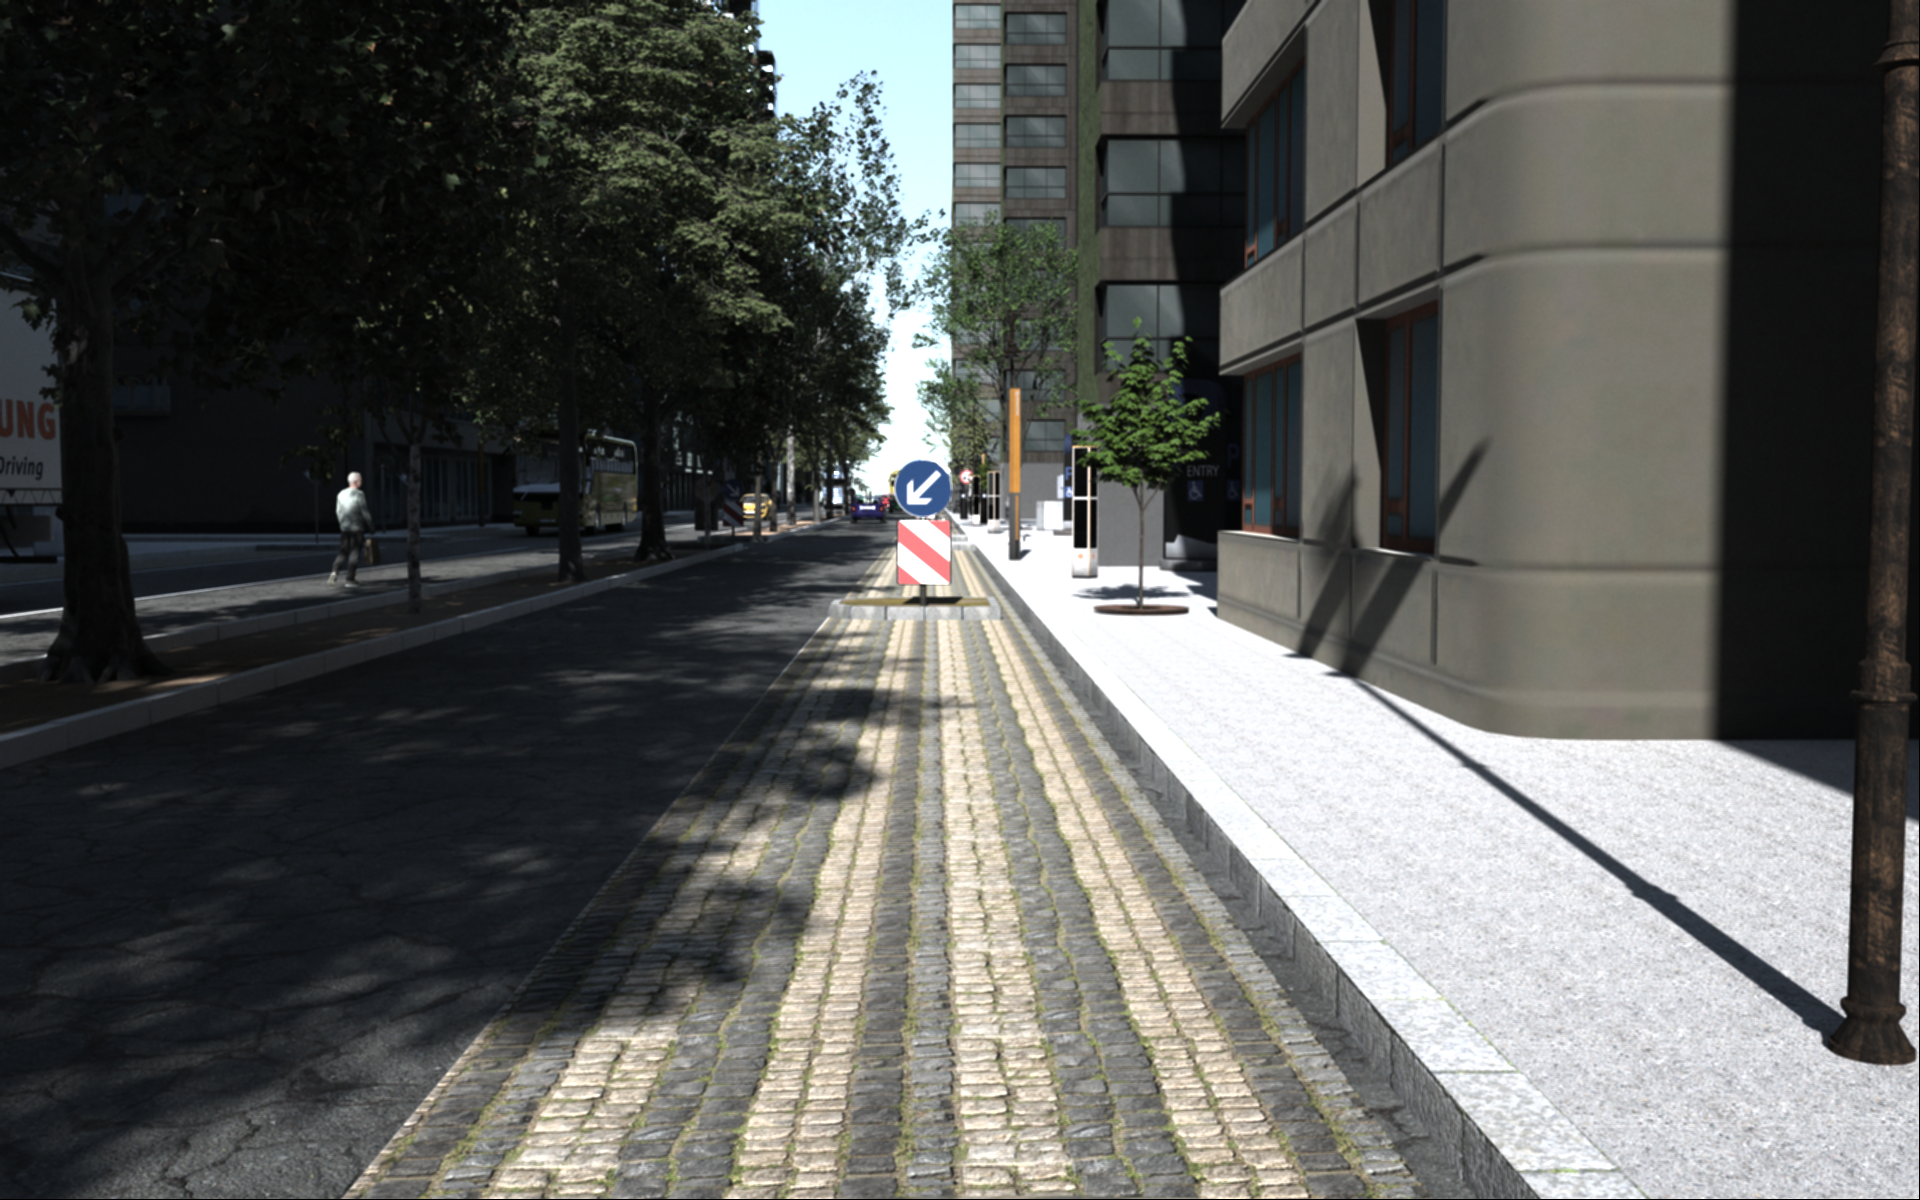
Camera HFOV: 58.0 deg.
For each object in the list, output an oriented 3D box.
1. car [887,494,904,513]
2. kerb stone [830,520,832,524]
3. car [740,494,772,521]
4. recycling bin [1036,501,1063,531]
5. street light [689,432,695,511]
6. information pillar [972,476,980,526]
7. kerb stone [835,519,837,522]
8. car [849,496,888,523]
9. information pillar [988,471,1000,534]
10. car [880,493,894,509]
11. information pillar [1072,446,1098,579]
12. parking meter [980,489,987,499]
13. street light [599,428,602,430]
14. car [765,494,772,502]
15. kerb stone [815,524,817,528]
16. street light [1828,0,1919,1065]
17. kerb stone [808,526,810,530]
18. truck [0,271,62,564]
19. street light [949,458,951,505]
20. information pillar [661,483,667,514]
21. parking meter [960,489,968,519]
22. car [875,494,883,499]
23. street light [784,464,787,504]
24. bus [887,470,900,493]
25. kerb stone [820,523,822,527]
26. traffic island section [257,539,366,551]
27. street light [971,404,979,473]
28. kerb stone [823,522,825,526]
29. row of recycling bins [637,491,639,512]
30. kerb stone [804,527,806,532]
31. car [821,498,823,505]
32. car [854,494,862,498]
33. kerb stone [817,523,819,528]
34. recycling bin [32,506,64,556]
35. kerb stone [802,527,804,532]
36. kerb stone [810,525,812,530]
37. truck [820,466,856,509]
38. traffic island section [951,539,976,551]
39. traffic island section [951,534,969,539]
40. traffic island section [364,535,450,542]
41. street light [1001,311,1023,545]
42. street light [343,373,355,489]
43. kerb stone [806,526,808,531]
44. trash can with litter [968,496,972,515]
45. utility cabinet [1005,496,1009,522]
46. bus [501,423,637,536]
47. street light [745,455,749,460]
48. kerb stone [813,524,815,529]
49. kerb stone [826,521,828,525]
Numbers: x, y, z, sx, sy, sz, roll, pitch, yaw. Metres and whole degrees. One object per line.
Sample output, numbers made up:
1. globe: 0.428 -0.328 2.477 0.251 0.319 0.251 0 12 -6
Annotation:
1. car: -4.488 -7.364 132.194 2.131 1.459 4.920 0 4 -1
2. kerb stone: -6.249 -3.627 81.500 0.120 0.150 1.000 0 4 -1
3. car: -11.150 -5.120 93.927 2.015 1.641 3.980 0 3 0
4. recycling bin: 3.144 -2.944 60.681 0.722 1.027 0.722 -2 4 -24
5. street light: -20.044 -9.587 129.542 0.468 5.910 1.993 0 4 -1
6. information pillar: 0.646 -3.930 68.743 0.304 2.012 0.304 0 4 -3
7. kerb stone: -6.312 -3.878 85.594 0.120 0.150 1.000 0 4 -1
8. car: -4.539 -4.473 85.720 1.945 1.354 3.894 0 4 -2
9. information pillar: 1.101 -3.168 56.290 0.304 2.012 0.304 3 5 42
10. car: -5.841 -8.416 146.635 2.155 1.783 4.494 0 4 -2
11. information pillar: 1.908 -1.341 26.424 0.304 2.012 0.304 2 4 31
12. parking meter: 1.115 -4.529 82.467 0.372 1.533 0.369 0 3 0
13. street light: -19.536 -7.369 93.270 0.468 5.910 1.993 0 4 -1
14. car: -14.357 -6.926 123.463 2.015 1.641 3.980 0 4 1
15. kerb stone: -6.077 -3.001 71.255 0.120 0.150 1.000 0 4 -1
16. street light: 2.093 -1.897 3.798 0.468 5.910 1.993 0 4 -1
17. kerb stone: -6.013 -2.750 67.166 0.120 0.150 1.000 0 4 -1
18. truck: -13.108 -1.746 17.460 2.839 4.237 11.283 0 4 -1
19. street light: -1.204 -14.162 204.329 0.468 5.910 1.993 0 4 -1
20. information pillar: -19.519 -6.713 114.244 0.304 2.012 0.304 -2 4 -32
21. parking meter: 0.196 -4.860 87.871 0.372 1.533 0.369 0 3 0
22. car: -12.727 -15.935 272.539 2.014 1.417 4.499 0 4 -2
23. street light: -21.441 -14.725 213.534 0.468 5.910 1.993 0 4 -1
24. bus: -5.877 -11.219 174.982 2.896 3.916 12.252 0 4 -3
25. kerb stone: -6.131 -3.189 74.332 0.120 0.150 1.000 0 4 -1
26. traffic island section: -16.698 -1.386 44.934 2.009 0.180 2.903 0 4 -1
27. street light: 0.712 -7.037 87.841 0.468 5.910 1.993 0 4 -1
28. kerb stone: -6.168 -3.313 76.376 0.120 0.150 1.000 0 4 -1
29. row of recycling bins: -24.085 -7.076 122.805 3.534 1.692 1.069 3 5 41
30. kerb stone: -5.980 -2.625 65.117 0.120 0.150 1.000 0 4 -1
31. car: -16.744 -12.763 221.262 1.945 1.354 3.894 0 4 1
32. car: -12.931 -12.705 216.525 1.959 1.807 4.718 0 4 -2
33. kerb stone: -6.099 -3.063 72.281 0.120 0.150 1.000 0 4 -1
34. recycling bin: -18.738 -1.427 35.885 0.722 1.027 0.722 -1 4 -17
35. kerb stone: -5.965 -2.556 64.091 0.120 0.150 1.000 0 4 -1
36. kerb stone: -6.029 -2.811 68.189 0.120 0.150 1.000 0 4 -1
37. truck: -11.505 -10.977 169.240 2.967 4.110 18.799 0 4 0
38. traffic island section: -0.609 -1.401 45.191 2.009 0.180 2.903 0 4 -1
39. traffic island section: -0.740 -1.890 53.175 2.009 0.180 2.903 0 4 -1
40. traffic island section: -16.829 -1.874 52.918 2.009 0.180 2.903 0 4 -1
41. street light: 1.308 -4.345 43.827 0.468 5.910 1.993 0 4 -1
42. street light: -18.886 -4.920 53.238 0.468 5.910 1.993 0 4 -1
43. kerb stone: -5.993 -2.684 66.143 0.120 0.150 1.000 0 4 -1
44. trash can with litter: 0.918 -5.782 105.927 0.624 1.170 1.055 -1 4 -21
45. utility cabinet: 2.251 -4.174 79.403 0.306 1.237 1.020 0 4 6
46. bus: -13.882 -4.369 62.979 2.896 3.916 12.252 0 4 -2
47. street light: -20.763 -12.036 169.573 0.468 5.910 1.993 0 4 -1
48. kerb stone: -6.063 -2.928 70.233 0.120 0.150 1.000 0 4 -1
49. kerb stone: -6.196 -3.433 78.430 0.120 0.150 1.000 0 4 -1
